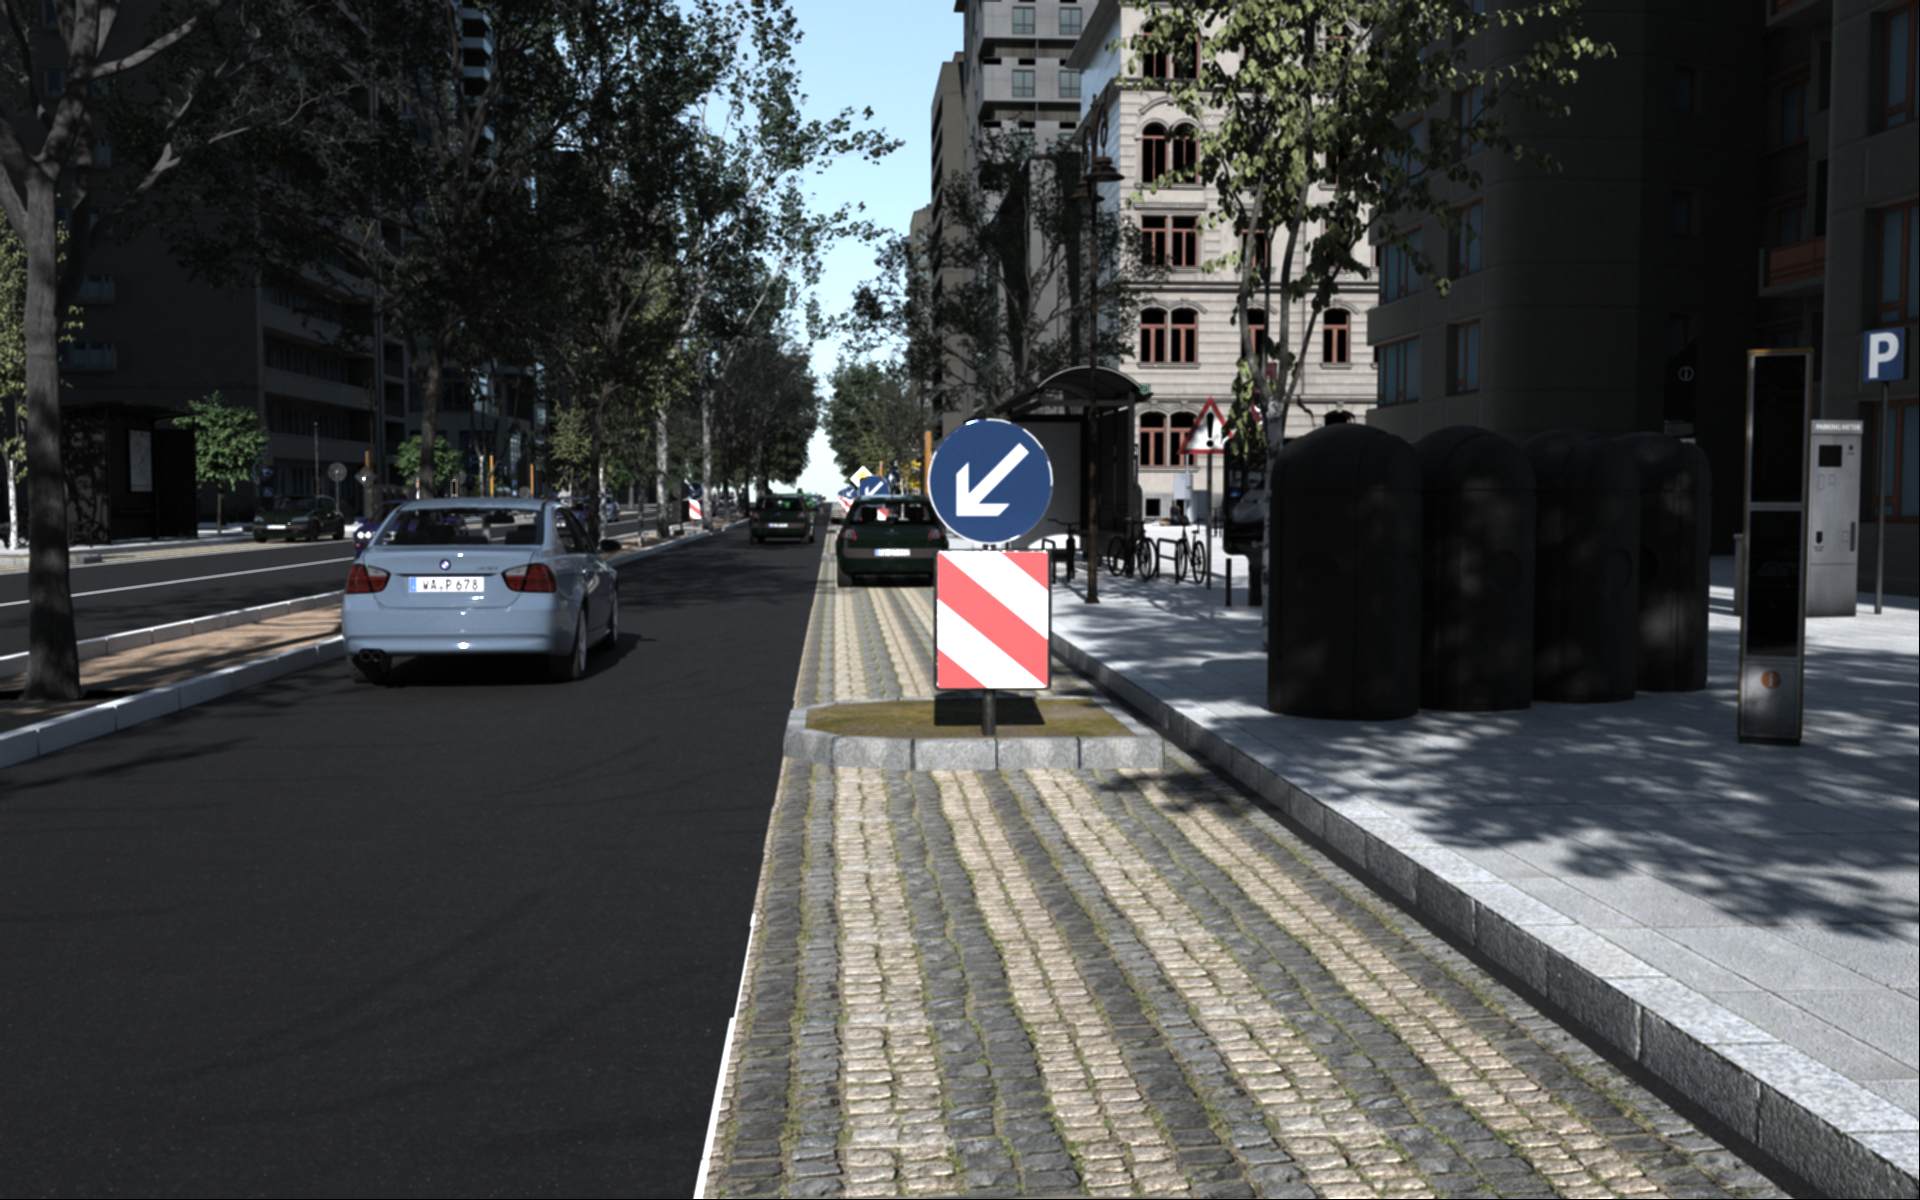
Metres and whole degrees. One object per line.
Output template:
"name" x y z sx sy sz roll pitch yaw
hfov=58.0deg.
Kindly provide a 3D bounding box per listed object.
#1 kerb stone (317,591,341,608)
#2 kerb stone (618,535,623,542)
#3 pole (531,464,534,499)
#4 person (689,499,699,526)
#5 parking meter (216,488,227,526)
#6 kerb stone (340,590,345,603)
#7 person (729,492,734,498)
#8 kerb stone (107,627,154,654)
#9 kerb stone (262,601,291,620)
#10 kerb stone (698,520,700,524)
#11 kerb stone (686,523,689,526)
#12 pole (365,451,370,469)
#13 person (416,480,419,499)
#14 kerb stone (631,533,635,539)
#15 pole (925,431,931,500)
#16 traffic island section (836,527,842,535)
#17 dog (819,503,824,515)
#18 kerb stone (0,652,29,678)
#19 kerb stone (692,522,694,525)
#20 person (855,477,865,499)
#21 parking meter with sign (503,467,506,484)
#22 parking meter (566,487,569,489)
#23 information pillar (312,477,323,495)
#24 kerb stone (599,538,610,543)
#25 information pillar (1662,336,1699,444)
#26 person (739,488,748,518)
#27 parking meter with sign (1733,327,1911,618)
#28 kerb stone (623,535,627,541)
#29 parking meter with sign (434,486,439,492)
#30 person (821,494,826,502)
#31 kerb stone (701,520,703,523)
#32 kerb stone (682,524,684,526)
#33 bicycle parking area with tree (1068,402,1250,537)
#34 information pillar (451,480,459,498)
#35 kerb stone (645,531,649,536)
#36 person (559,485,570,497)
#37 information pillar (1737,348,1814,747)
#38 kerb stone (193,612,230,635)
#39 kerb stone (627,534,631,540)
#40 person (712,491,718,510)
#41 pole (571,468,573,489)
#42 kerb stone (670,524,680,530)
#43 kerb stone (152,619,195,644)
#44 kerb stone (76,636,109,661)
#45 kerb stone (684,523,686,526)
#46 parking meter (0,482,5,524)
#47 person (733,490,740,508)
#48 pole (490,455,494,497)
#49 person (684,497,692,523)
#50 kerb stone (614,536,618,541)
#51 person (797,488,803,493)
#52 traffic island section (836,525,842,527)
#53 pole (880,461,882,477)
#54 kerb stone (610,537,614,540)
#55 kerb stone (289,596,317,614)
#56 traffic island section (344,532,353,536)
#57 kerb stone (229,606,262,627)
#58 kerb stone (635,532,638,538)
"kerb stone" -8.105 0.016 22.020 0.120 0.150 1.000 0 4 -4
"kerb stone" -10.262 -1.805 51.709 0.120 0.150 1.000 0 4 -4
"pole" -28.864 -7.525 116.878 0.158 3.312 0.155 0 3 0
"person" -11.463 -3.799 74.881 0.640 1.303 0.475 1 4 18
"parking meter" -29.976 -3.785 70.295 0.372 1.533 0.369 0 3 0
"kerb stone" -8.187 -0.052 23.051 0.120 0.150 1.000 0 4 -4
"person" -34.109 -15.134 255.943 1.348 1.824 0.705 1 4 18
"kerb stone" -7.672 0.387 15.882 0.120 0.150 1.000 0 4 -4
"kerb stone" -7.964 0.138 19.968 0.120 0.150 1.000 0 4 -4
"kerb stone" -12.376 -3.587 80.908 0.120 0.150 1.000 0 4 -4
"kerb stone" -11.933 -3.211 74.775 0.120 0.150 1.000 0 4 -4
"pole" -27.967 -5.381 81.825 0.158 3.312 0.155 0 3 0
"person" -14.929 -2.423 48.218 0.850 1.850 0.679 0 4 5
"kerb stone" -10.486 -1.993 54.775 0.120 0.150 1.000 0 4 -4
"pole" -1.037 -3.810 56.135 0.158 3.312 0.155 0 3 0
"traffic island section" -3.407 -2.397 61.468 2.009 0.180 2.903 0 4 -4
"dog" -9.696 -6.318 120.140 0.513 0.831 0.800 2 4 35
"kerb stone" -7.519 0.514 13.832 0.120 0.150 1.000 0 4 -4
"kerb stone" -12.153 -3.403 77.846 0.120 0.150 1.000 0 4 -4
"person" -2.127 -1.808 38.251 0.419 1.800 0.721 -1 4 -8
"parking meter with sign" -28.017 -6.950 109.887 1.738 3.016 0.543 0 4 -6
"parking meter" -30.757 -7.964 135.915 0.399 1.863 0.255 -1 4 -18
"information pillar" -28.264 -4.389 76.244 0.304 2.012 0.304 1 4 13
"kerb stone" -10.036 -1.617 48.634 0.120 0.150 1.000 0 4 -4
"information pillar" 10.748 -2.111 25.865 0.504 3.616 0.183 3 4 37
"person" -12.864 -5.785 103.112 0.581 1.822 0.654 2 4 30
"parking meter with sign" 9.007 -1.340 18.174 1.738 3.016 0.543 -1 4 -16
"kerb stone" -10.339 -1.867 52.729 0.120 0.150 1.000 0 4 -4
"parking meter with sign" -32.114 -6.651 104.998 1.738 3.016 0.543 3 4 39
"person" -19.935 -14.707 252.147 0.799 1.438 0.628 0 4 -4
"kerb stone" -12.676 -3.837 84.995 0.120 0.150 1.000 0 4 -4
"kerb stone" -11.789 -3.088 72.728 0.120 0.150 1.000 0 4 -4
"bicycle parking area with tree" 6.069 -4.033 52.939 8.231 4.147 9.016 1 4 12
"information pillar" -26.609 -5.311 91.320 0.304 2.012 0.304 0 4 5
"kerb stone" -10.770 -2.243 58.869 0.120 0.150 1.000 0 4 -4
"person" -18.575 -4.470 81.435 0.661 1.843 0.795 -3 5 -42
"information pillar" 4.197 -0.271 8.920 0.304 2.012 0.304 2 4 25
"kerb stone" -7.814 0.261 17.926 0.120 0.150 1.000 0 4 -4
"kerb stone" -10.415 -1.930 53.750 0.120 0.150 1.000 0 4 -4
"person" -21.767 -8.805 153.386 0.541 1.710 0.530 3 5 41
"pole" -30.775 -8.784 137.469 0.158 3.312 0.155 0 3 0
"kerb stone" -11.638 -2.966 70.683 0.120 0.150 1.000 0 4 -4
"kerb stone" -7.742 0.325 16.902 0.120 0.150 1.000 0 4 -4
"kerb stone" -7.597 0.449 14.856 0.120 0.150 1.000 0 4 -4
"kerb stone" -11.859 -3.147 73.755 0.120 0.150 1.000 0 4 -4
"parking meter" -41.571 -4.234 74.941 0.399 1.863 0.255 -3 5 -39
"person" -23.177 -10.540 180.968 0.705 1.807 1.348 3 4 36
"pole" -24.652 -5.955 91.211 0.158 3.312 0.155 0 3 0
"person" -13.172 -4.598 84.033 0.694 1.780 0.624 2 4 32
"kerb stone" -10.191 -1.740 50.680 0.120 0.150 1.000 0 4 -4
"person" -10.611 -6.504 114.823 0.580 1.828 0.573 3 4 39
"traffic island section" -3.984 -2.884 69.432 2.009 0.180 2.903 0 4 -4
"pole" -4.847 -6.881 106.345 0.158 3.312 0.155 0 3 0
"kerb stone" -10.115 -1.676 49.660 0.120 0.150 1.000 0 4 -4
"kerb stone" -8.034 0.073 20.995 0.120 0.150 1.000 0 4 -4
"traffic island section" -20.654 -2.321 60.228 2.009 0.180 2.903 0 4 -4
"kerb stone" -7.891 0.199 18.948 0.120 0.150 1.000 0 4 -4
"kerb stone" -10.561 -2.052 55.798 0.120 0.150 1.000 0 4 -4
